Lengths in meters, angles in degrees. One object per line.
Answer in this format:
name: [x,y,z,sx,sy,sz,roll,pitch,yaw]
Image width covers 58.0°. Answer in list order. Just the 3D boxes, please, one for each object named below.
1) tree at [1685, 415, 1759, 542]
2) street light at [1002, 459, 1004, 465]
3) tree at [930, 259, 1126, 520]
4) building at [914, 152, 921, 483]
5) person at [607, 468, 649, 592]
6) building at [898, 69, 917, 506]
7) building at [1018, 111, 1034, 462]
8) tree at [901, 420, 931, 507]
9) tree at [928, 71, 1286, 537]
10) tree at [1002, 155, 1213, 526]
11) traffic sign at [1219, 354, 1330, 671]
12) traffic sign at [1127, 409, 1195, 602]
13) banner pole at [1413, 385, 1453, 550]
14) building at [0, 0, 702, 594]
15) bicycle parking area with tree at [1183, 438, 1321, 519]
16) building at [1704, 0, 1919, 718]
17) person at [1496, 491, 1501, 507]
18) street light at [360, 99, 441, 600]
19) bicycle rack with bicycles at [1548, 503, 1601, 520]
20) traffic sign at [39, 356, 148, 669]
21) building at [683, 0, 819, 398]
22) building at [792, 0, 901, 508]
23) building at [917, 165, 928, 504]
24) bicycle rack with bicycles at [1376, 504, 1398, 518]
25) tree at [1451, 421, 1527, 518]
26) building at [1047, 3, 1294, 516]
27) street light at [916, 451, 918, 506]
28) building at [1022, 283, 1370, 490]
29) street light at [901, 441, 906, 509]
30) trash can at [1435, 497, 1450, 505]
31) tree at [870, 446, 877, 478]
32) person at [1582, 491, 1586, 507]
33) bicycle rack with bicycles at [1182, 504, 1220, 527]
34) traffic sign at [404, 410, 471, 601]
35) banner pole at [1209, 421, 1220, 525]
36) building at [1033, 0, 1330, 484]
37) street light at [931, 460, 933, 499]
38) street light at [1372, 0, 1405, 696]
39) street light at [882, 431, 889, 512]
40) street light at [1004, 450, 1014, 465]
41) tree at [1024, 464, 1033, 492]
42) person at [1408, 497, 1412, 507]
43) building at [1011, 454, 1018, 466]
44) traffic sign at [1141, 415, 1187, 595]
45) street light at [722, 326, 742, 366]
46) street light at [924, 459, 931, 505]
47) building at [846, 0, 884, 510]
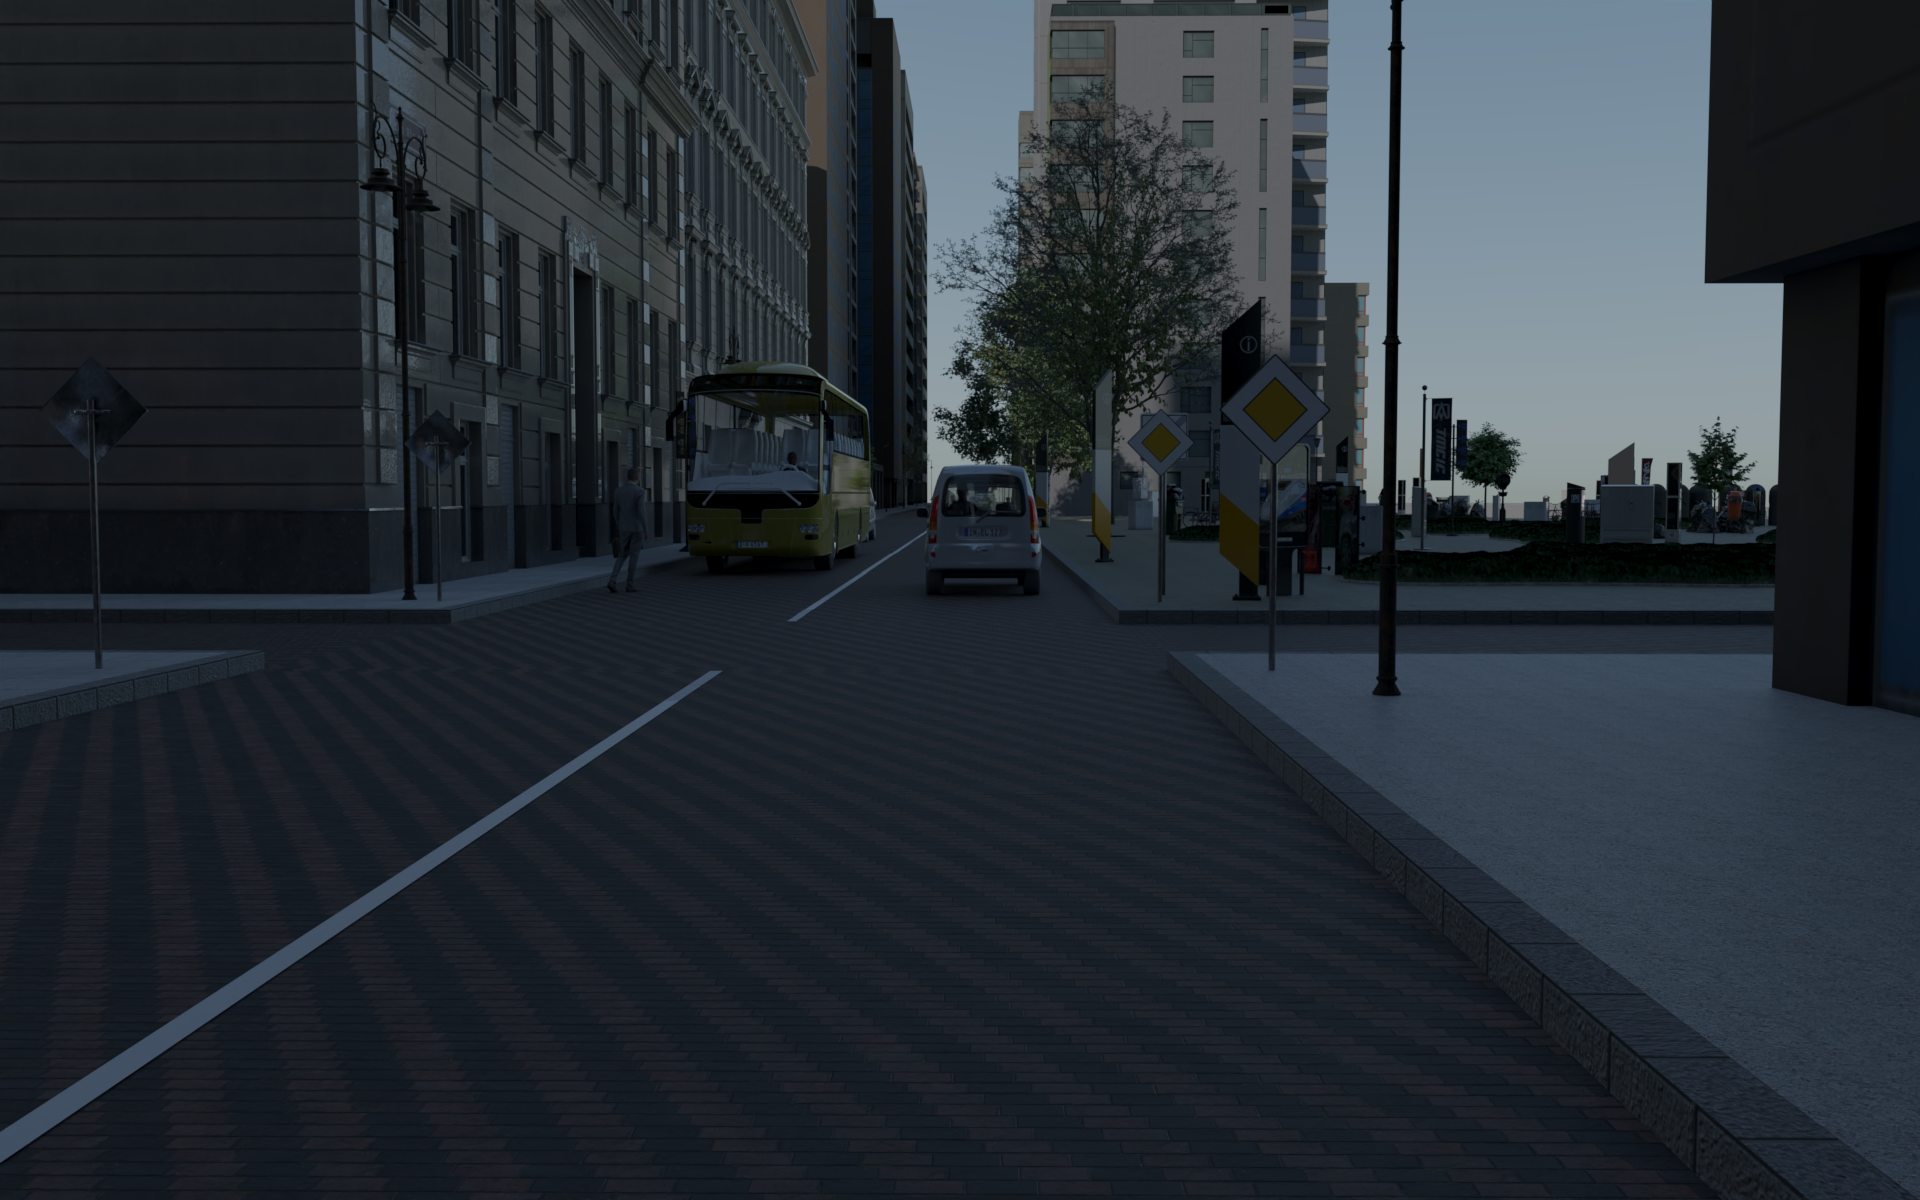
tree: [18.564,-2.914,42.245,1.663,3.219,1.824,0,3,0]
street light: [5.149,-13.918,200.349,0.468,5.910,1.993,0,4,1]
tree: [3.696,-10.223,84.158,9.611,12.733,9.660,0,3,0]
building: [-16.214,-34.381,216.752,22.147,44.769,28.867,0,4,1]
person: [-4.820,-1.023,25.348,0.709,1.813,0.853,1,4,22]
building: [-16.153,-34.670,190.553,21.300,48.544,21.600,0,4,1]
building: [13.279,-30.847,187.947,14.154,41.232,14.086,0,4,1]
tree: [-5.165,-13.604,172.782,4.360,8.622,3.978,0,3,0]
tree: [4.243,-8.627,51.418,12.009,13.543,11.850,0,3,0]
tree: [3.402,-5.408,38.777,4.737,8.622,4.395,0,3,0]
traffic sign: [2.266,-0.544,12.535,0.795,2.450,0.064,0,4,1]
traffic sign: [2.371,-1.032,20.520,0.795,2.450,0.064,0,4,1]
banner pole: [10.871,-3.042,39.750,0.863,3.779,0.401,2,4,26]
building: [-13.025,-14.449,33.498,12.463,27.353,25.104,0,4,1]
bicycle parking area with tree: [15.710,-6.178,88.007,8.231,4.147,9.016,0,4,2]
building: [11.838,-21.603,3.316,14.600,45.320,14.200,0,4,1]
person: [54.118,-10.081,174.037,1.217,1.735,0.721,3,5,40]
street light: [-6.679,-2.938,20.830,0.468,5.910,1.993,0,4,1]
bicycle rack with bicycles: [25.749,-3.609,72.388,2.925,0.926,2.852,-3,5,-40]
traffic sign: [-6.328,-0.552,12.669,0.795,2.450,0.064,0,4,1]
building: [-15.824,-17.835,68.014,17.030,29.872,44.131,0,4,1]
building: [-12.726,-31.276,161.469,14.600,45.320,14.200,0,4,1]
building: [-15.554,-37.859,242.695,21.300,48.544,21.600,0,4,1]
bicycle rack with bicycles: [14.983,-3.170,65.208,2.925,0.926,2.852,-2,4,-26]
tree: [23.578,-5.725,77.315,4.285,4.588,4.351,0,3,0]
building: [12.266,-20.461,106.233,14.160,30.474,14.107,0,4,1]
street light: [-4.508,-12.716,180.695,0.468,5.910,1.993,0,4,1]
building: [19.765,-19.038,156.317,27.650,21.520,28.899,0,4,1]
street light: [-4.927,-10.940,151.652,0.468,5.910,1.993,0,4,1]
trash can: [23.467,-4.438,84.208,0.748,1.137,0.748,0,3,0]
tree: [-6.048,-6.700,93.261,4.285,4.588,4.351,0,3,0]
person: [63.517,-10.235,176.505,0.621,1.740,0.551,0,4,-2]
bicycle rack with bicycles: [9.647,-3.116,64.326,2.925,0.926,2.852,2,4,25]
traffic sign: [-6.222,-1.040,20.653,0.795,2.450,0.064,0,4,1]
banner pole: [8.646,-4.208,58.824,0.401,3.779,0.863,-2,4,-31]
building: [15.867,-35.746,126.452,21.231,58.520,28.212,0,4,1]
street light: [-3.861,-16.069,235.520,0.468,5.910,1.993,0,4,1]
street light: [2.728,-2.331,10.899,0.468,5.910,1.993,0,4,1]
street light: [-5.298,-9.269,124.336,0.468,5.910,1.993,0,4,1]
street light: [4.834,-12.173,171.816,0.468,5.910,1.993,0,4,1]
tree: [3.985,-6.930,107.900,1.663,3.219,1.824,0,3,0]
person: [45.631,-9.952,174.441,0.991,1.433,0.599,0,4,-4]
building: [20.264,-22.316,209.912,27.650,21.520,28.899,0,4,1]
traffic sign: [2.582,-1.213,21.955,0.606,2.300,0.079,0,4,7]
street light: [-6.213,-4.587,47.784,0.468,5.910,1.993,0,4,1]
street light: [-4.097,-14.390,208.064,0.468,5.910,1.993,0,4,1]
building: [-16.895,-43.121,143.282,20.563,71.187,20.611,0,4,1]
